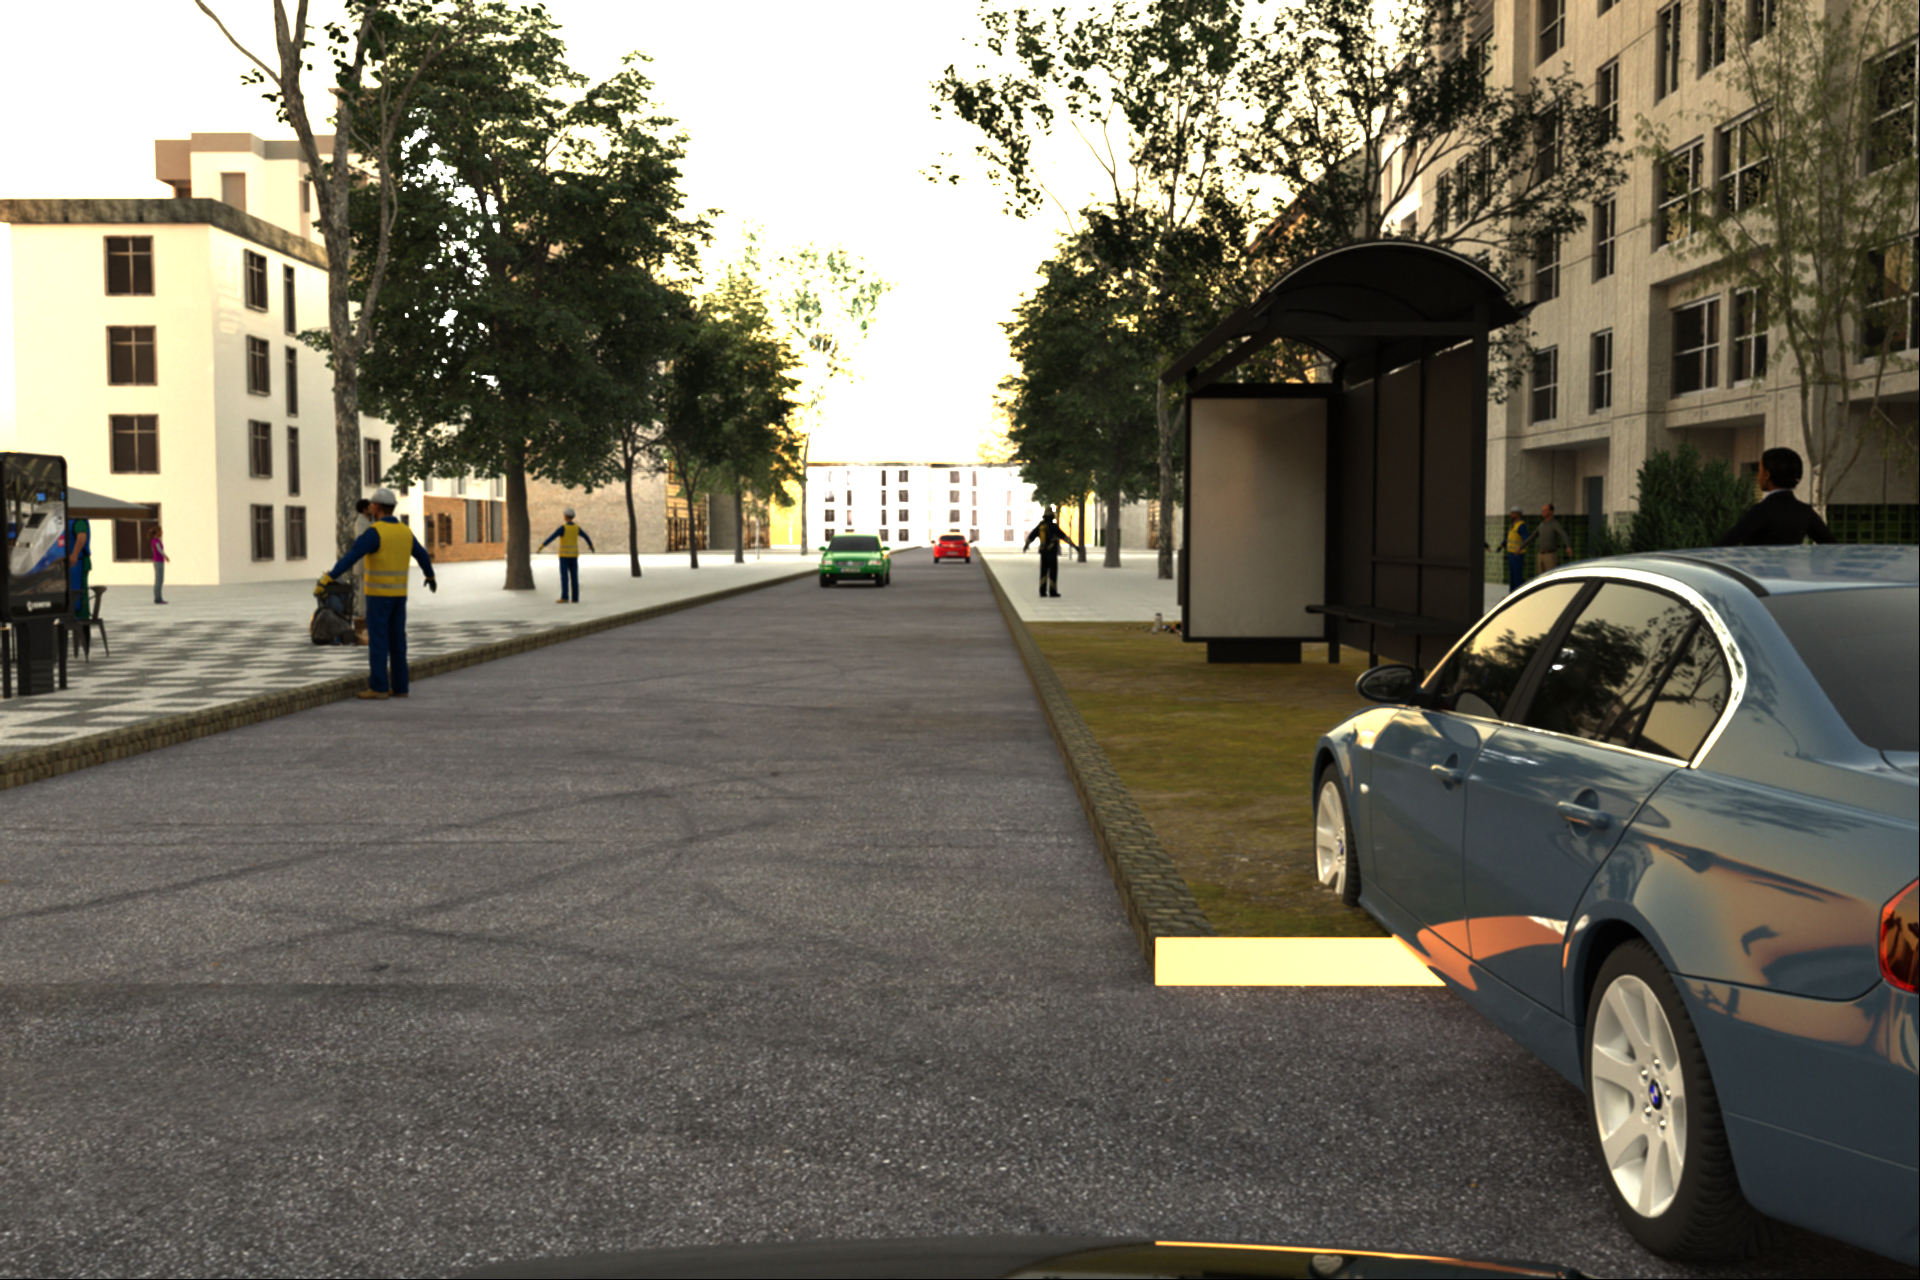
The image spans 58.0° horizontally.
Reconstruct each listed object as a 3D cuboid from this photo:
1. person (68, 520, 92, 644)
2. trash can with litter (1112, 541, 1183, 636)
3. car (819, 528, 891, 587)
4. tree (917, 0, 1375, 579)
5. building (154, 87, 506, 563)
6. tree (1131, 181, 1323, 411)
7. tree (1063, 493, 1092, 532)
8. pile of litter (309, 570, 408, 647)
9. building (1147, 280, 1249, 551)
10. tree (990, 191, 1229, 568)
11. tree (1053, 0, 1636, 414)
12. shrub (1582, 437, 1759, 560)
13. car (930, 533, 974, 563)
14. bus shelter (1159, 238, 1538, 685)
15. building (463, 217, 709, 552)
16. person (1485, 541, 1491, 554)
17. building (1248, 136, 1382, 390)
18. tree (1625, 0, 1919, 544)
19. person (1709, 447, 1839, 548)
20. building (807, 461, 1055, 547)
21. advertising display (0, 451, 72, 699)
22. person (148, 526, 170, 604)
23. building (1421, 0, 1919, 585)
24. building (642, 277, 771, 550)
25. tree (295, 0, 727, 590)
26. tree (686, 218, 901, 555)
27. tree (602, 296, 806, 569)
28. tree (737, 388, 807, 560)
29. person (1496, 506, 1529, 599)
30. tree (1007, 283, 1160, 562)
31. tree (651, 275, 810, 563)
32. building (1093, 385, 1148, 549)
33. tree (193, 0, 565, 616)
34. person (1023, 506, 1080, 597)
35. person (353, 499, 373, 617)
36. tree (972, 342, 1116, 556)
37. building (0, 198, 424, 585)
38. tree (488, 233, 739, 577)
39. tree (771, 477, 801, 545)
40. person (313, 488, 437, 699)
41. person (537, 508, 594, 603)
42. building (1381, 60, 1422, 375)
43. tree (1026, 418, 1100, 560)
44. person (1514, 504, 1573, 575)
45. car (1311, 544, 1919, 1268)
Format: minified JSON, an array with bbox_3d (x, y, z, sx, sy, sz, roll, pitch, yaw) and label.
[{"bbox_3d":[-10.392,-0.868,20.317,0.704,1.817,1.347,-2,4,-31],"label":"person"},{"bbox_3d":[2.903,-0.698,22.476,1.678,1.210,2.233,0,4,-1],"label":"trash can with litter"},{"bbox_3d":[-2.899,-2.408,48.175,1.959,1.807,4.718,0,4,0],"label":"car"},{"bbox_3d":[4.909,-11.738,47.807,12.611,20.169,13.585,0,3,0],"label":"tree"},{"bbox_3d":[-28.049,-13.359,74.839,16.016,20.090,11.380,0,4,0],"label":"building"},{"bbox_3d":[5.658,-5.254,36.259,4.737,8.622,4.395,0,3,0],"label":"tree"},{"bbox_3d":[14.093,-15.328,200.974,4.360,8.622,3.978,0,3,0],"label":"tree"},{"bbox_3d":[-7.156,-0.404,20.577,1.176,0.858,1.719,0,4,1],"label":"pile of litter"},{"bbox_3d":[25.249,-18.780,137.983,19.493,23.208,18.063,0,4,0],"label":"building"},{"bbox_3d":[5.922,-9.747,66.014,9.857,13.997,8.962,0,3,0],"label":"tree"},{"bbox_3d":[5.677,-5.667,27.066,8.767,10.594,7.601,0,4,-4],"label":"tree"},{"bbox_3d":[5.512,-0.538,13.208,1.690,2.028,1.600,0,3,0],"label":"shrub"},{"bbox_3d":[-0.396,-4.715,86.135,2.155,1.783,4.494,0,4,0],"label":"car"},{"bbox_3d":[2.971,-1.269,14.665,2.014,3.302,5.546,0,4,1],"label":"bus shelter"},{"bbox_3d":[-29.545,-18.238,129.119,19.493,23.208,18.063,0,4,1],"label":"building"},{"bbox_3d":[9.626,-1.676,33.595,1.347,1.806,0.705,0,4,4],"label":"person"},{"bbox_3d":[24.747,-15.474,83.921,19.493,23.208,18.063,0,3,0],"label":"building"},{"bbox_3d":[9.854,-4.231,19.543,4.360,8.622,3.978,0,3,0],"label":"tree"},{"bbox_3d":[4.296,-0.157,9.294,1.216,1.740,0.721,-1,4,-20],"label":"person"},{"bbox_3d":[-3.180,-15.669,200.789,28.070,9.664,9.099,0,4,7],"label":"building"},{"bbox_3d":[-7.433,-0.530,13.878,0.123,1.923,0.974,0,4,0],"label":"advertising display"},{"bbox_3d":[-14.702,-1.385,31.911,0.599,1.433,0.991,-2,4,-34],"label":"person"},{"bbox_3d":[22.150,-10.372,36.047,16.747,18.905,31.486,0,3,0],"label":"building"},{"bbox_3d":[-26.785,-19.479,149.405,19.493,23.208,18.063,0,4,1],"label":"building"},{"bbox_3d":[-10.226,-8.135,39.661,9.857,13.997,8.962,0,3,0],"label":"tree"},{"bbox_3d":[-10.306,-15.209,104.564,12.611,20.169,13.585,0,3,0],"label":"tree"},{"bbox_3d":[-9.967,-7.960,64.562,8.767,10.594,7.601,-1,4,-17],"label":"tree"},{"bbox_3d":[-10.234,-8.265,85.498,4.360,8.622,3.978,0,3,0],"label":"tree"},{"bbox_3d":[10.819,-1.702,33.792,0.705,1.833,1.349,0,4,-4],"label":"person"},{"bbox_3d":[5.750,-9.758,77.668,7.486,12.596,7.792,0,3,0],"label":"tree"},{"bbox_3d":[-10.185,-9.683,76.443,7.486,12.596,7.792,0,3,0],"label":"tree"},{"bbox_3d":[22.525,-18.431,167.810,16.747,18.905,31.486,0,4,0],"label":"building"},{"bbox_3d":[-10.509,-10.376,25.531,12.611,20.169,13.585,0,3,0],"label":"tree"},{"bbox_3d":[1.830,-1.813,35.414,1.354,1.856,0.705,2,4,35],"label":"person"},{"bbox_3d":[-8.893,-1.212,26.003,0.705,1.806,1.347,-1,4,-14],"label":"person"},{"bbox_3d":[5.759,-11.691,101.509,12.009,13.543,11.850,0,3,0],"label":"tree"},{"bbox_3d":[-23.004,-7.055,57.505,9.099,9.664,28.070,0,4,1],"label":"building"},{"bbox_3d":[-10.050,-7.175,51.723,7.601,10.594,8.767,0,4,5],"label":"tree"},{"bbox_3d":[-20.223,-15.501,203.799,4.737,8.622,4.395,0,3,0],"label":"tree"},{"bbox_3d":[-5.037,-0.410,15.136,0.705,1.833,1.349,2,4,28],"label":"person"},{"bbox_3d":[-7.338,-1.581,32.321,1.216,1.772,0.721,-3,5,-45],"label":"person"},{"bbox_3d":[22.229,-13.034,69.522,16.016,20.090,11.380,0,3,0],"label":"building"},{"bbox_3d":[5.352,-8.298,86.039,4.737,8.622,4.395,0,3,0],"label":"tree"},{"bbox_3d":[10.114,-1.444,29.877,0.705,1.796,1.348,-2,4,-24],"label":"person"},{"bbox_3d":[2.200,0.445,4.720,2.014,1.417,4.499,0,4,-1],"label":"car"}]
